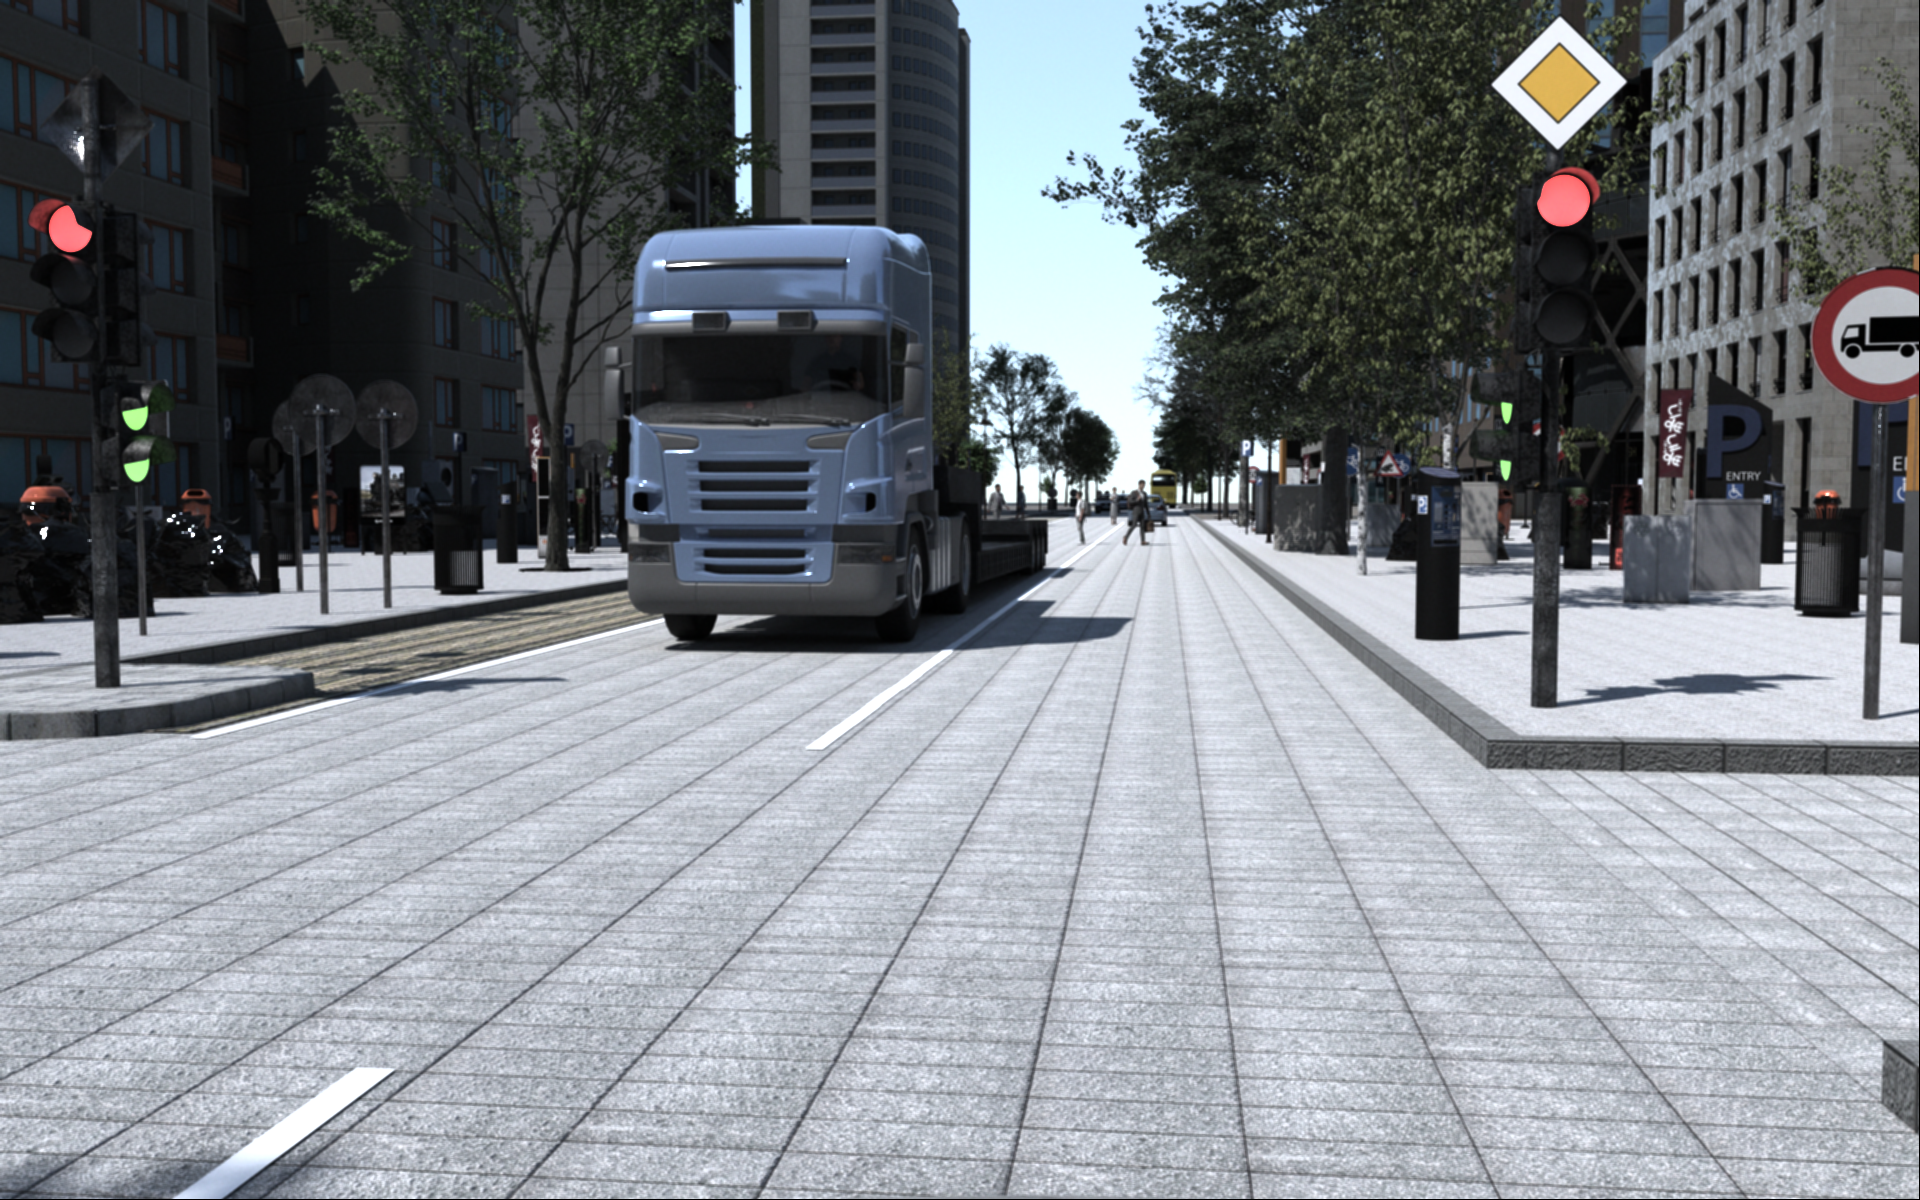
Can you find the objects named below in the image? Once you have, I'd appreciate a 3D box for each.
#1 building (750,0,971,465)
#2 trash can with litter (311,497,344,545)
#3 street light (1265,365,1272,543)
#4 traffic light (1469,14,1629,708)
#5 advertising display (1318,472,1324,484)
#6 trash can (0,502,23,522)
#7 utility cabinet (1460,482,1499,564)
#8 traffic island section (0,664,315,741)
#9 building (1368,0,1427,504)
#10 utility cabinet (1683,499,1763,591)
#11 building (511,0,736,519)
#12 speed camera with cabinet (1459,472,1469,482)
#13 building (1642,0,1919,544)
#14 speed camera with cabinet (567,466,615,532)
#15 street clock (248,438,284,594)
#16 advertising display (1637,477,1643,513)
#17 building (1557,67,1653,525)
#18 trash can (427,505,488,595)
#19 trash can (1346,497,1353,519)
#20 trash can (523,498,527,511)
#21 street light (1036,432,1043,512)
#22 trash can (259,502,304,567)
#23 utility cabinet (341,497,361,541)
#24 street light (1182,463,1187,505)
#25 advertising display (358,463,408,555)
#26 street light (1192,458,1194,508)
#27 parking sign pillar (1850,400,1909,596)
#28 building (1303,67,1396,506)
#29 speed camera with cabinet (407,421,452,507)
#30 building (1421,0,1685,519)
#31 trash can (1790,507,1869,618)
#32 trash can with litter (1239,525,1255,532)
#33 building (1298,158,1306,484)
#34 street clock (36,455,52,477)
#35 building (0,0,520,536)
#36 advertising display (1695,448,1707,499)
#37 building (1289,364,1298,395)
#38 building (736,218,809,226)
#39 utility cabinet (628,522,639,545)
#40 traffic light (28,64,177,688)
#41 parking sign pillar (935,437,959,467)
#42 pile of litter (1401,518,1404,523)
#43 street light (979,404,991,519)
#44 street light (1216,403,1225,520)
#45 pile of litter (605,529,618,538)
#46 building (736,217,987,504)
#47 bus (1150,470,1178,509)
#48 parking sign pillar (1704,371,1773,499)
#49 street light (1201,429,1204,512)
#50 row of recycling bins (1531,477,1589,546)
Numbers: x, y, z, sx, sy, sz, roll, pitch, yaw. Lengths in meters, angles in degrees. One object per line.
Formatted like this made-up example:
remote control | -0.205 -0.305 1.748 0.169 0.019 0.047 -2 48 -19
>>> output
building | -10.818 -40.188 199.073 21.231 58.520 28.212 0 4 7
trash can with litter | -16.089 -1.995 43.671 1.678 1.210 2.233 2 4 32
street light | 8.129 -4.441 45.402 0.468 5.910 1.993 0 4 7
traffic light | 3.504 -1.310 10.335 0.839 4.253 0.868 0 4 7
advertising display | 10.447 -2.746 50.112 0.123 1.923 0.974 0 4 6
trash can | -16.542 -1.146 30.392 0.748 1.137 0.748 0 3 0
utility cabinet | 9.129 -1.388 31.371 1.173 1.500 0.318 1 4 17
traffic island section | -5.685 0.658 11.529 2.009 0.180 2.903 0 4 7
building | 43.204 -28.984 128.521 22.147 44.769 28.867 0 4 7
utility cabinet | 10.122 -0.726 23.024 1.020 1.237 0.306 -1 4 -13
building | -21.745 -40.349 97.960 20.563 71.187 20.611 0 4 7
speed camera with cabinet | 20.434 -4.746 71.940 0.660 3.252 2.038 3 5 42
building | 28.360 -12.058 51.897 10.420 20.320 16.860 0 4 7
speed camera with cabinet | -12.661 -3.903 58.148 2.038 3.252 0.660 -2 4 -30
street clock | -8.948 -1.089 22.382 0.358 2.002 0.471 1 4 11
advertising display | 26.278 -3.737 66.305 0.123 1.923 0.974 -1 4 -18
building | 33.912 -12.623 73.837 16.820 18.784 16.811 0 4 7
trash can | -6.431 -0.645 22.204 0.748 1.137 0.748 0 3 0
trash can | 18.802 -4.450 84.409 0.748 1.137 0.748 0 3 0
trash can | -15.660 -3.174 63.556 0.748 1.137 0.748 0 3 0
street light | 5.868 -9.423 126.848 0.468 5.910 1.993 0 4 7
trash can | -12.045 -1.170 30.784 0.748 1.137 0.748 0 3 0
utility cabinet | -16.699 -2.222 47.491 0.306 1.237 1.020 -2 4 -33
street light | 31.216 -16.502 242.591 0.468 5.910 1.993 0 4 7
advertising display | -12.166 -1.915 36.517 0.974 1.923 0.123 -1 4 -9
street light | 21.612 -11.487 160.606 0.468 5.910 1.993 0 4 7
parking sign pillar | 12.176 -2.062 22.190 1.447 3.967 1.447 2 4 32
building | 50.417 -34.803 192.733 21.300 48.544 21.600 0 4 7
speed camera with cabinet | -14.210 -3.157 45.955 0.660 3.252 2.038 1 4 11
building | 36.909 -27.966 107.351 14.600 45.320 14.200 0 4 7
trash can | 9.099 -0.398 18.157 0.748 1.137 0.748 0 3 0
trash can with litter | 10.775 -2.936 59.069 2.233 1.210 1.678 2 4 26
building | 53.528 -36.109 214.077 21.300 48.544 21.600 0 4 7
street clock | -16.908 -1.679 32.024 0.358 2.002 0.471 -2 4 -31
building | -30.963 -12.459 48.750 27.650 21.520 28.899 0 4 7
advertising display | 10.435 -1.175 24.433 0.123 1.923 0.974 1 4 22
building | 51.375 -28.249 233.570 14.160 30.474 14.107 0 4 7
building | -22.050 -17.092 124.489 27.650 21.520 28.899 0 4 7
utility cabinet | -5.683 -1.434 32.128 0.318 1.500 1.173 2 4 28
traffic light | -5.647 -1.374 11.389 0.839 4.253 0.868 0 4 7
parking sign pillar | -0.641 -5.661 81.033 1.447 3.967 1.447 3 5 43
pile of litter | 18.062 -3.559 72.147 1.719 0.858 1.176 0 4 -3
street light | 1.276 -7.041 87.906 0.468 5.910 1.993 0 4 7
street light | 12.664 -6.823 84.350 0.468 5.910 1.993 0 4 7
pile of litter | -9.615 -2.258 50.876 1.719 0.858 1.176 -1 4 -15
building | -13.245 -32.677 226.148 32.217 40.220 23.993 0 4 7
bus | 20.582 -11.214 174.888 2.896 3.916 12.252 0 4 7
parking sign pillar | 16.904 -3.008 37.659 1.447 3.967 1.447 2 4 34
street light | 17.063 -9.105 121.659 0.468 5.910 1.993 0 4 7
row of recycling bins | 15.325 -2.262 44.096 1.069 1.692 3.534 0 4 8
